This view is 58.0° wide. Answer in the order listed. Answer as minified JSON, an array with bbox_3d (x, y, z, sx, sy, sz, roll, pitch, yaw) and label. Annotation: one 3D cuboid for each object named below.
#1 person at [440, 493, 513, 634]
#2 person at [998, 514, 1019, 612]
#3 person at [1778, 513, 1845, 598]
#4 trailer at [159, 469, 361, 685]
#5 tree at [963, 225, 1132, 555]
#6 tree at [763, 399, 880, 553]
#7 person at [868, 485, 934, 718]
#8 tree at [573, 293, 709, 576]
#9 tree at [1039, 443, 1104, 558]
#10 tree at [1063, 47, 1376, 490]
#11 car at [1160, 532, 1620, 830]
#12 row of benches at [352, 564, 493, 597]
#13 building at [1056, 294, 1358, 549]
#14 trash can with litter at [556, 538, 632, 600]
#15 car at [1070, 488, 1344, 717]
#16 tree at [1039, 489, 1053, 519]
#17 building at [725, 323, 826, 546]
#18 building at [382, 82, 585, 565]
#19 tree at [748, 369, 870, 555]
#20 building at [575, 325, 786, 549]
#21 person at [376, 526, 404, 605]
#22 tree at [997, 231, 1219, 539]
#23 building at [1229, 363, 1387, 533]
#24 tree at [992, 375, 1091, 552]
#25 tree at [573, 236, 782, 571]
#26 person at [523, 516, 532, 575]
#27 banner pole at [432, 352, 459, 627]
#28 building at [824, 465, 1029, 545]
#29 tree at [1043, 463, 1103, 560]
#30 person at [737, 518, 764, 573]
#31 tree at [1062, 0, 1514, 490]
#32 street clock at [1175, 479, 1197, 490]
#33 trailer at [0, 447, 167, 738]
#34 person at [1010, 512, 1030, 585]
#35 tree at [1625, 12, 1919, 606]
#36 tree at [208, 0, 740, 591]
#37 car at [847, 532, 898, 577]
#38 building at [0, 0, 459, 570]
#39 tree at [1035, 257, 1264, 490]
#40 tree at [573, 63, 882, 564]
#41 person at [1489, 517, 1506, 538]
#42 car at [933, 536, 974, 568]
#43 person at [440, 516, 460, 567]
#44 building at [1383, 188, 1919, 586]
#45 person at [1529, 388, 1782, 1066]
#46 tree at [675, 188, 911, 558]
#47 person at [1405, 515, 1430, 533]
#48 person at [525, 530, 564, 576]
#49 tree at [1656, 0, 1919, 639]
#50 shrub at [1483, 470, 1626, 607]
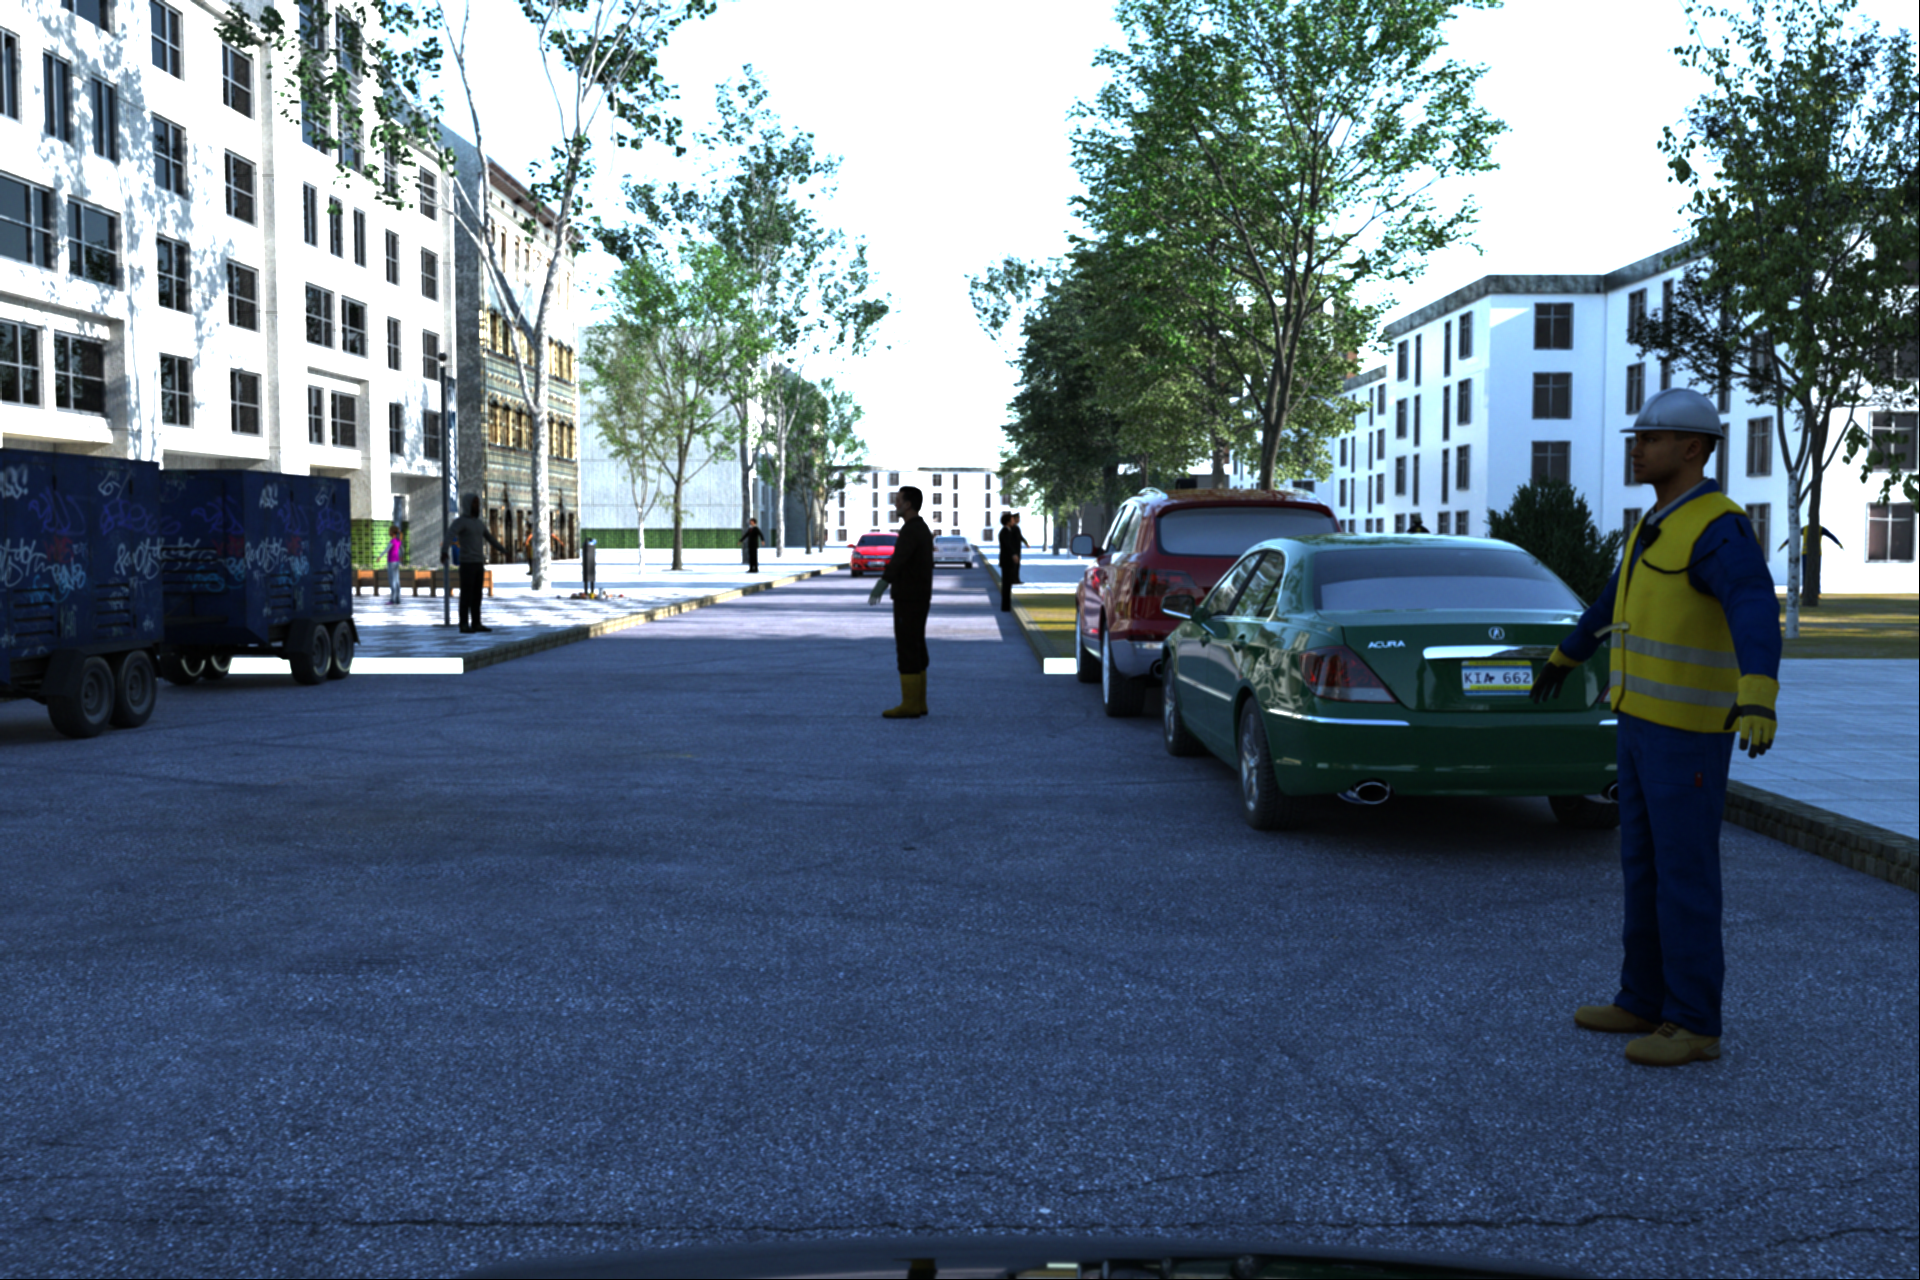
[{"bbox_3d":[-6.320,-1.000,22.484,0.705,1.813,1.348,2,4,24],"label":"person"},{"bbox_3d":[0.903,-1.432,32.064,0.705,1.806,1.347,0,4,-5],"label":"person"},{"bbox_3d":[16.988,-1.719,34.562,1.216,1.772,0.721,3,4,36],"label":"person"},{"bbox_3d":[-6.792,-0.550,16.043,1.471,1.999,3.904,0,4,0],"label":"trailer"},{"bbox_3d":[6.854,-15.077,102.400,12.611,20.169,13.585,0,3,0],"label":"tree"},{"bbox_3d":[-9.511,-11.178,117.181,8.767,10.594,7.601,0,4,3],"label":"tree"},{"bbox_3d":[-0.416,-0.305,13.588,0.704,1.812,1.346,1,4,14],"label":"person"},{"bbox_3d":[-9.841,-6.294,53.267,4.360,8.622,3.978,0,3,0],"label":"tree"},{"bbox_3d":[6.006,-8.681,92.299,4.737,8.622,4.395,0,3,0],"label":"tree"},{"bbox_3d":[5.804,-7.533,41.292,7.486,12.596,7.792,0,3,0],"label":"tree"},{"bbox_3d":[2.281,0.121,9.823,2.131,1.459,4.920,0,4,-1],"label":"car"},{"bbox_3d":[-11.395,-1.239,35.722,4.104,0.672,1.422,1,4,21],"label":"row of benches"},{"bbox_3d":[22.850,-19.569,163.924,27.936,21.610,32.646,0,4,0],"label":"building"},{"bbox_3d":[-7.237,-1.447,34.723,1.678,1.210,2.233,0,4,2],"label":"trash can with litter"},{"bbox_3d":[2.142,-0.395,15.130,2.281,1.827,5.304,0,3,0],"label":"car"},{"bbox_3d":[12.217,-16.063,212.997,4.360,8.622,3.978,0,3,0],"label":"tree"},{"bbox_3d":[-24.618,-21.912,189.188,19.493,23.208,18.063,0,4,-1],"label":"building"},{"bbox_3d":[-28.644,-15.165,78.879,19.493,23.208,18.063,0,4,-1],"label":"building"},{"bbox_3d":[-9.417,-11.164,108.290,9.928,11.665,9.643,0,3,0],"label":"tree"},{"bbox_3d":[-26.314,-18.120,162.722,16.747,18.905,31.486,0,3,0],"label":"building"},{"bbox_3d":[-10.369,-1.362,31.541,0.599,1.433,0.991,0,4,7],"label":"person"},{"bbox_3d":[6.048,-10.052,71.005,9.857,13.997,8.962,0,3,0],"label":"tree"},{"bbox_3d":[21.759,-9.522,97.828,9.099,9.664,28.070,0,3,0],"label":"building"},{"bbox_3d":[6.076,-12.564,123.552,7.486,12.596,7.792,0,3,0],"label":"tree"},{"bbox_3d":[-9.778,-8.233,60.369,9.928,11.665,9.643,0,3,0],"label":"tree"},{"bbox_3d":[-13.388,-2.949,53.978,0.705,1.858,1.354,-2,4,-23],"label":"person"},{"bbox_3d":[-7.128,-2.090,24.191,0.401,3.779,0.863,0,4,0],"label":"banner pole"},{"bbox_3d":[-5.531,-16.374,212.311,28.070,9.664,9.099,0,4,-5],"label":"building"},{"bbox_3d":[5.824,-8.219,84.743,4.360,8.622,3.978,0,3,0],"label":"tree"},{"bbox_3d":[-6.852,-3.118,57.172,1.347,1.806,0.705,3,5,44],"label":"person"},{"bbox_3d":[5.316,-6.315,29.009,9.928,11.665,9.643,0,3,0],"label":"tree"},{"bbox_3d":[2.946,-1.105,22.639,0.358,2.002,0.471,0,4,-1],"label":"street clock"},{"bbox_3d":[-6.793,-0.288,11.758,1.471,1.999,3.904,0,4,1],"label":"trailer"},{"bbox_3d":[1.434,-2.330,44.029,0.705,1.837,1.347,2,4,24],"label":"person"},{"bbox_3d":[15.480,-5.882,30.577,7.601,10.594,8.767,-1,4,-13],"label":"tree"},{"bbox_3d":[-10.493,-11.258,39.959,12.611,20.169,13.585,0,3,0],"label":"tree"},{"bbox_3d":[-2.726,-3.049,58.899,2.155,1.783,4.494,0,4,0],"label":"car"},{"bbox_3d":[-27.555,-11.170,49.094,16.747,18.905,31.486,0,4,1],"label":"building"},{"bbox_3d":[5.978,-7.318,54.054,7.601,10.594,8.767,-1,4,-10],"label":"tree"},{"bbox_3d":[-9.730,-13.249,72.505,12.611,20.169,13.585,0,3,0],"label":"tree"},{"bbox_3d":[14.308,-2.355,45.302,1.217,1.733,0.721,2,4,32],"label":"person"},{"bbox_3d":[-0.422,-3.744,73.575,2.083,1.381,4.827,0,4,-1],"label":"car"},{"bbox_3d":[-15.758,-2.952,54.127,1.347,1.847,0.705,3,4,38],"label":"person"},{"bbox_3d":[21.556,-6.975,56.187,9.099,9.664,28.070,0,4,0],"label":"building"},{"bbox_3d":[1.949,0.221,4.817,0.705,1.833,1.349,0,4,-3],"label":"person"},{"bbox_3d":[-9.056,-14.517,93.237,12.611,20.169,13.585,0,3,0],"label":"tree"},{"bbox_3d":[14.173,-2.929,53.672,1.354,1.856,0.705,0,4,7],"label":"person"},{"bbox_3d":[-12.593,-2.824,52.317,0.704,1.843,1.345,3,5,43],"label":"person"},{"bbox_3d":[10.235,-4.308,20.805,4.737,8.622,4.395,0,3,0],"label":"tree"},{"bbox_3d":[6.880,-0.969,20.256,1.690,2.028,1.600,0,3,0],"label":"shrub"}]
